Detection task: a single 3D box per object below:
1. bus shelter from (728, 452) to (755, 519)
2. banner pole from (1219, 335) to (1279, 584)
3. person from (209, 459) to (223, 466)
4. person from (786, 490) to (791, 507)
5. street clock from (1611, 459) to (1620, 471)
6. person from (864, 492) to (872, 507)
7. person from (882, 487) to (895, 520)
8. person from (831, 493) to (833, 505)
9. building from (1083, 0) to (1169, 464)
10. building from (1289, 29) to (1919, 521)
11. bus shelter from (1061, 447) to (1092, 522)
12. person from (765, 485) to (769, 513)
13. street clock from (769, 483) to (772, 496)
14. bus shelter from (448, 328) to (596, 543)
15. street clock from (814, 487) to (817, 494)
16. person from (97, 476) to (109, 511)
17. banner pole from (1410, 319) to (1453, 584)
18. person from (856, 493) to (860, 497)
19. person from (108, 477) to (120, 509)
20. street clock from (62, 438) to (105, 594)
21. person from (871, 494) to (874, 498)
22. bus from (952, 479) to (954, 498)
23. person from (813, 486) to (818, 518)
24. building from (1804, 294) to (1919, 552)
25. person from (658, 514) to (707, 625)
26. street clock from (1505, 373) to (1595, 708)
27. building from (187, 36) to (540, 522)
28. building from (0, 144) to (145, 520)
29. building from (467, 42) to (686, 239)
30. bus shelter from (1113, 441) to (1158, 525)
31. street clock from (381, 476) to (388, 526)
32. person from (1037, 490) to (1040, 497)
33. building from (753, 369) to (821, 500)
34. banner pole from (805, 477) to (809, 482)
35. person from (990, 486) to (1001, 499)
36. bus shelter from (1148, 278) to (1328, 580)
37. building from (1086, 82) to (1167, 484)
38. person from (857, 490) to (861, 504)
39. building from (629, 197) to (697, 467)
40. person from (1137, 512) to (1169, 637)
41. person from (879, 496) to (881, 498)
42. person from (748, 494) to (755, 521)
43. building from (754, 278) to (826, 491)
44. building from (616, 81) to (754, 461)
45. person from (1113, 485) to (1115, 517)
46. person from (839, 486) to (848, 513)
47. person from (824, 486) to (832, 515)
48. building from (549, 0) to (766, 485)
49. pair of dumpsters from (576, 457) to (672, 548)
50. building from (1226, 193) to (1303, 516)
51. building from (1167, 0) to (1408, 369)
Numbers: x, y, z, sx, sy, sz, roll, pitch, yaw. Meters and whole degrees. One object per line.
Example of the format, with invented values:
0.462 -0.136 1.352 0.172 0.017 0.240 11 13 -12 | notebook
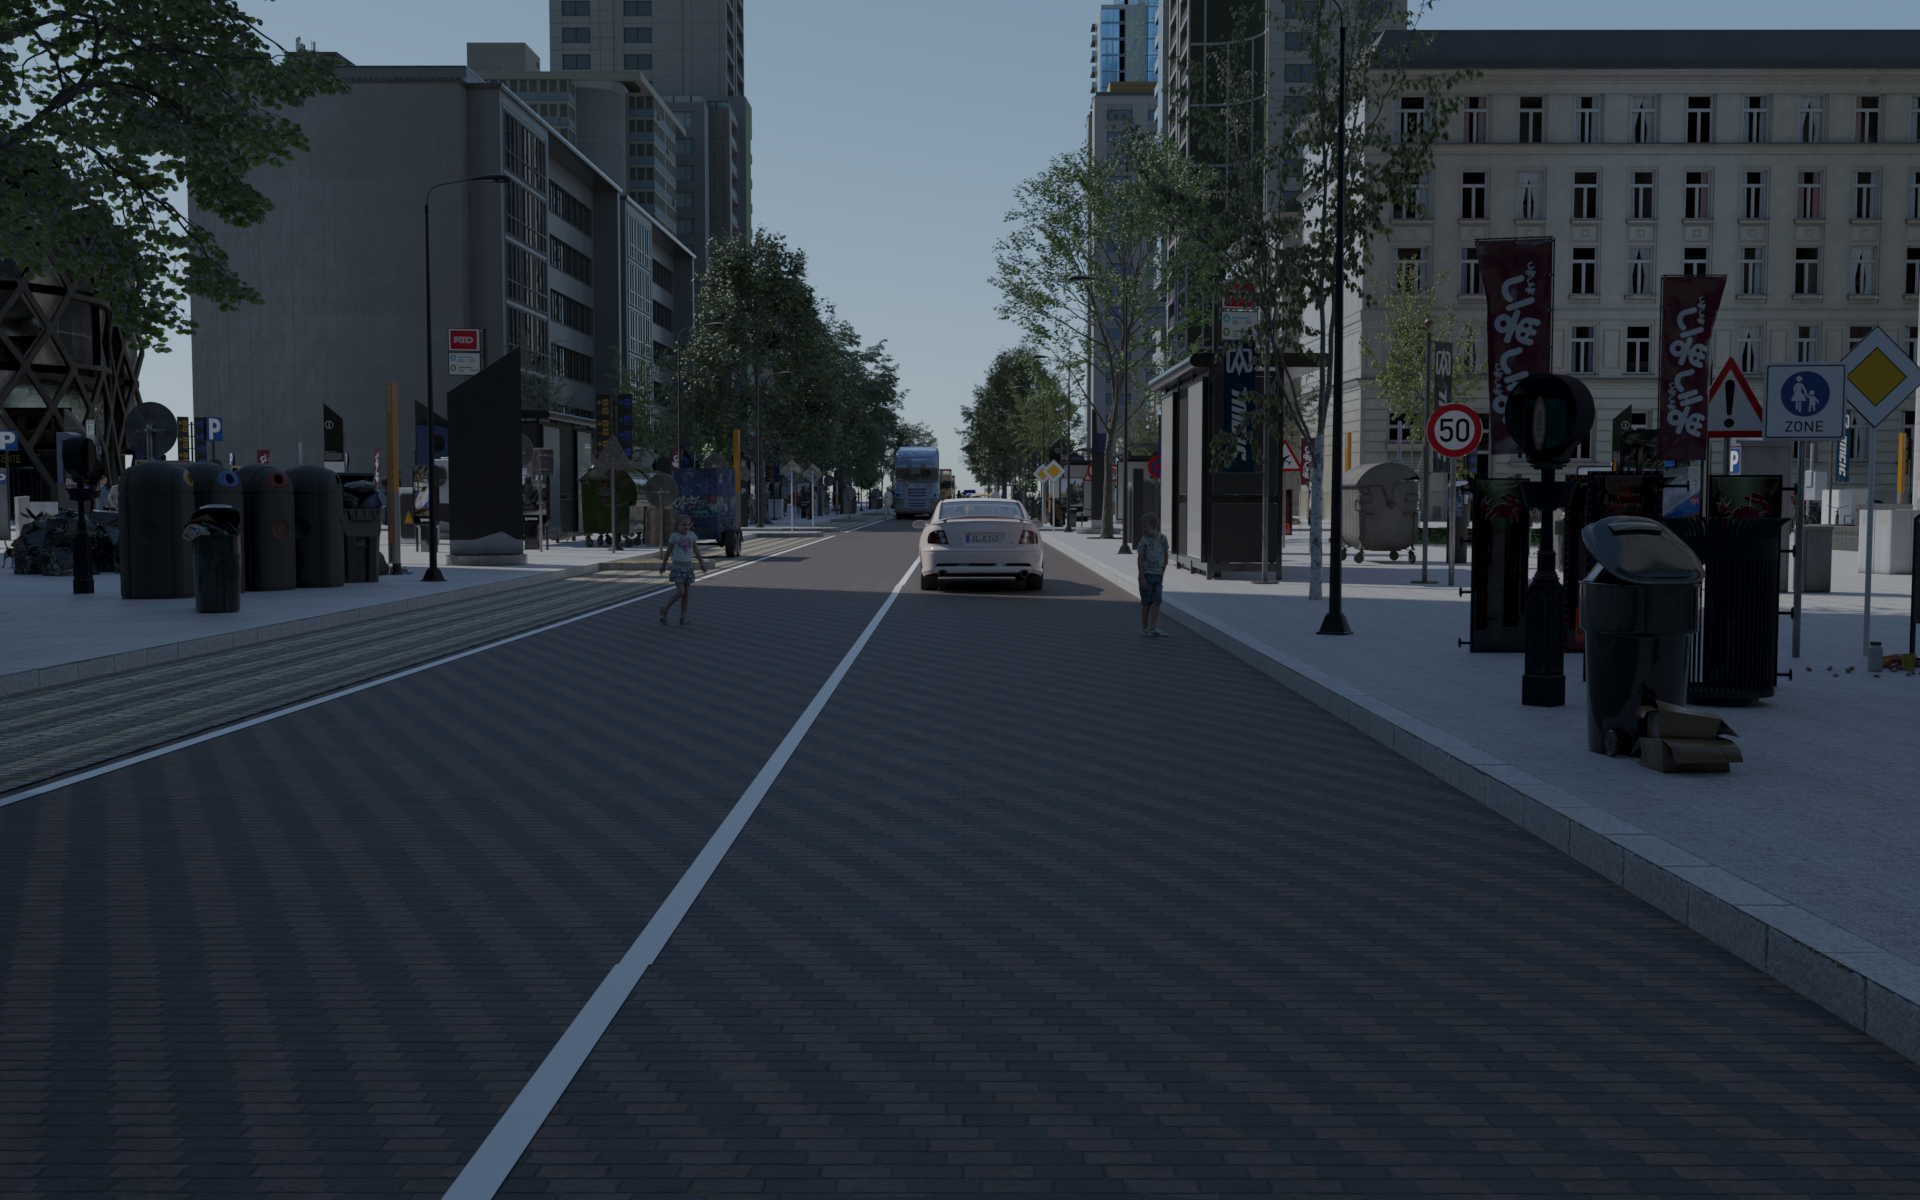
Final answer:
-11.663 -6.673 86.736 2.179 5.291 8.768 0 4 0 | bus shelter
4.143 -2.125 24.758 0.863 3.779 0.401 1 4 18 | banner pole
-11.512 -1.275 26.909 0.581 1.822 0.654 0 3 0 | person
-17.282 -10.345 175.908 1.217 1.736 0.721 -1 4 -19 | person
13.474 -1.888 35.440 0.358 2.002 0.471 1 4 9 | street clock
-8.643 -9.798 166.331 1.350 1.814 0.705 2 4 31 | person
-3.899 -5.280 94.705 0.818 1.842 0.514 2 4 29 | person
-14.526 -11.428 196.109 0.599 1.433 0.991 -1 4 -11 | person
29.112 -59.370 283.367 22.319 86.520 31.000 0 4 0 | building
32.928 -15.558 87.651 30.059 22.955 16.112 0 4 0 | building
5.525 -5.127 77.756 2.014 3.302 5.546 0 4 0 | bus shelter
-10.035 -5.111 90.003 0.834 1.777 0.661 -1 4 -16 | person
-12.355 -6.671 113.648 0.358 2.002 0.471 -2 4 -29 | street clock
-11.262 -4.096 44.601 2.179 5.291 8.768 0 4 0 | bus shelter
-9.202 -6.420 109.529 0.471 2.002 0.358 3 5 43 | street clock
-25.891 -2.823 52.227 0.654 1.822 0.581 -2 4 -24 | person
6.862 -2.138 24.974 0.863 3.779 0.401 -3 5 -41 | banner pole
-11.722 -11.300 193.992 0.799 1.438 0.628 -3 5 -40 | person
-24.384 -2.704 50.347 0.391 1.810 0.635 3 5 42 | person
-11.305 -1.084 22.286 0.358 2.002 0.471 0 4 -1 | street clock
-7.422 -8.734 149.765 0.541 1.710 0.530 0 4 6 | person
-2.207 -15.252 240.920 2.896 3.916 12.252 0 4 0 | bus
-7.943 -5.299 93.681 0.512 1.701 0.522 2 4 25 | person
29.610 -29.749 28.391 21.231 58.520 28.212 0 4 0 | building
-3.047 -0.339 19.057 0.505 1.210 0.382 -3 5 -40 | person
3.546 -0.361 10.466 0.358 2.002 0.471 -3 5 -42 | street clock
-28.177 -16.816 94.010 14.314 24.678 30.058 0 4 0 | building
-52.007 -13.517 88.450 16.811 18.784 16.820 0 4 0 | building
-38.296 -28.226 153.369 32.217 40.220 23.993 0 4 0 | building
7.270 -4.614 69.370 2.014 3.302 5.546 0 4 0 | bus shelter
-23.288 -4.030 70.458 0.358 2.002 0.471 1 4 23 | street clock
9.553 -12.487 210.925 0.721 1.735 1.217 -1 4 -14 | person
-35.190 -24.966 253.238 27.650 21.520 28.899 0 4 0 | building
-11.263 -8.501 129.013 0.863 3.779 0.401 3 4 37 | banner pole
1.818 -4.863 87.883 0.514 1.842 0.818 -1 4 -16 | person
4.503 -3.201 29.975 2.179 5.291 8.768 0 4 0 | bus shelter
29.087 -43.573 254.411 21.231 58.520 28.212 0 4 0 | building
-13.548 -13.807 231.804 0.705 1.822 1.348 2 4 34 | person
-28.182 -18.651 124.012 14.314 24.678 30.058 0 4 0 | building
1.952 -0.261 17.453 0.332 1.250 0.352 1 4 20 | person
-13.390 -17.212 288.375 0.541 1.710 0.530 -2 4 -27 | person
-9.897 -4.407 82.376 0.475 1.303 0.640 -1 4 -14 | person
-37.877 -35.914 279.071 32.217 40.220 23.993 0 4 0 | building
-28.496 -29.933 173.006 14.154 41.232 14.086 0 4 0 | building
8.652 -5.618 97.918 0.660 1.820 0.620 -1 4 -18 | person
-7.396 -6.390 110.541 0.620 1.820 0.660 0 4 -5 | person
-8.097 -6.125 106.544 0.532 1.782 0.716 -1 4 -16 | person
-32.078 -45.943 189.417 20.563 71.187 20.611 0 4 0 | building
-8.480 -2.508 43.504 1.574 2.255 4.437 0 4 0 | pair of dumpsters
23.202 -16.516 120.945 10.553 20.767 40.483 0 4 0 | building
28.481 -44.165 160.348 20.563 71.187 20.611 0 4 0 | building
